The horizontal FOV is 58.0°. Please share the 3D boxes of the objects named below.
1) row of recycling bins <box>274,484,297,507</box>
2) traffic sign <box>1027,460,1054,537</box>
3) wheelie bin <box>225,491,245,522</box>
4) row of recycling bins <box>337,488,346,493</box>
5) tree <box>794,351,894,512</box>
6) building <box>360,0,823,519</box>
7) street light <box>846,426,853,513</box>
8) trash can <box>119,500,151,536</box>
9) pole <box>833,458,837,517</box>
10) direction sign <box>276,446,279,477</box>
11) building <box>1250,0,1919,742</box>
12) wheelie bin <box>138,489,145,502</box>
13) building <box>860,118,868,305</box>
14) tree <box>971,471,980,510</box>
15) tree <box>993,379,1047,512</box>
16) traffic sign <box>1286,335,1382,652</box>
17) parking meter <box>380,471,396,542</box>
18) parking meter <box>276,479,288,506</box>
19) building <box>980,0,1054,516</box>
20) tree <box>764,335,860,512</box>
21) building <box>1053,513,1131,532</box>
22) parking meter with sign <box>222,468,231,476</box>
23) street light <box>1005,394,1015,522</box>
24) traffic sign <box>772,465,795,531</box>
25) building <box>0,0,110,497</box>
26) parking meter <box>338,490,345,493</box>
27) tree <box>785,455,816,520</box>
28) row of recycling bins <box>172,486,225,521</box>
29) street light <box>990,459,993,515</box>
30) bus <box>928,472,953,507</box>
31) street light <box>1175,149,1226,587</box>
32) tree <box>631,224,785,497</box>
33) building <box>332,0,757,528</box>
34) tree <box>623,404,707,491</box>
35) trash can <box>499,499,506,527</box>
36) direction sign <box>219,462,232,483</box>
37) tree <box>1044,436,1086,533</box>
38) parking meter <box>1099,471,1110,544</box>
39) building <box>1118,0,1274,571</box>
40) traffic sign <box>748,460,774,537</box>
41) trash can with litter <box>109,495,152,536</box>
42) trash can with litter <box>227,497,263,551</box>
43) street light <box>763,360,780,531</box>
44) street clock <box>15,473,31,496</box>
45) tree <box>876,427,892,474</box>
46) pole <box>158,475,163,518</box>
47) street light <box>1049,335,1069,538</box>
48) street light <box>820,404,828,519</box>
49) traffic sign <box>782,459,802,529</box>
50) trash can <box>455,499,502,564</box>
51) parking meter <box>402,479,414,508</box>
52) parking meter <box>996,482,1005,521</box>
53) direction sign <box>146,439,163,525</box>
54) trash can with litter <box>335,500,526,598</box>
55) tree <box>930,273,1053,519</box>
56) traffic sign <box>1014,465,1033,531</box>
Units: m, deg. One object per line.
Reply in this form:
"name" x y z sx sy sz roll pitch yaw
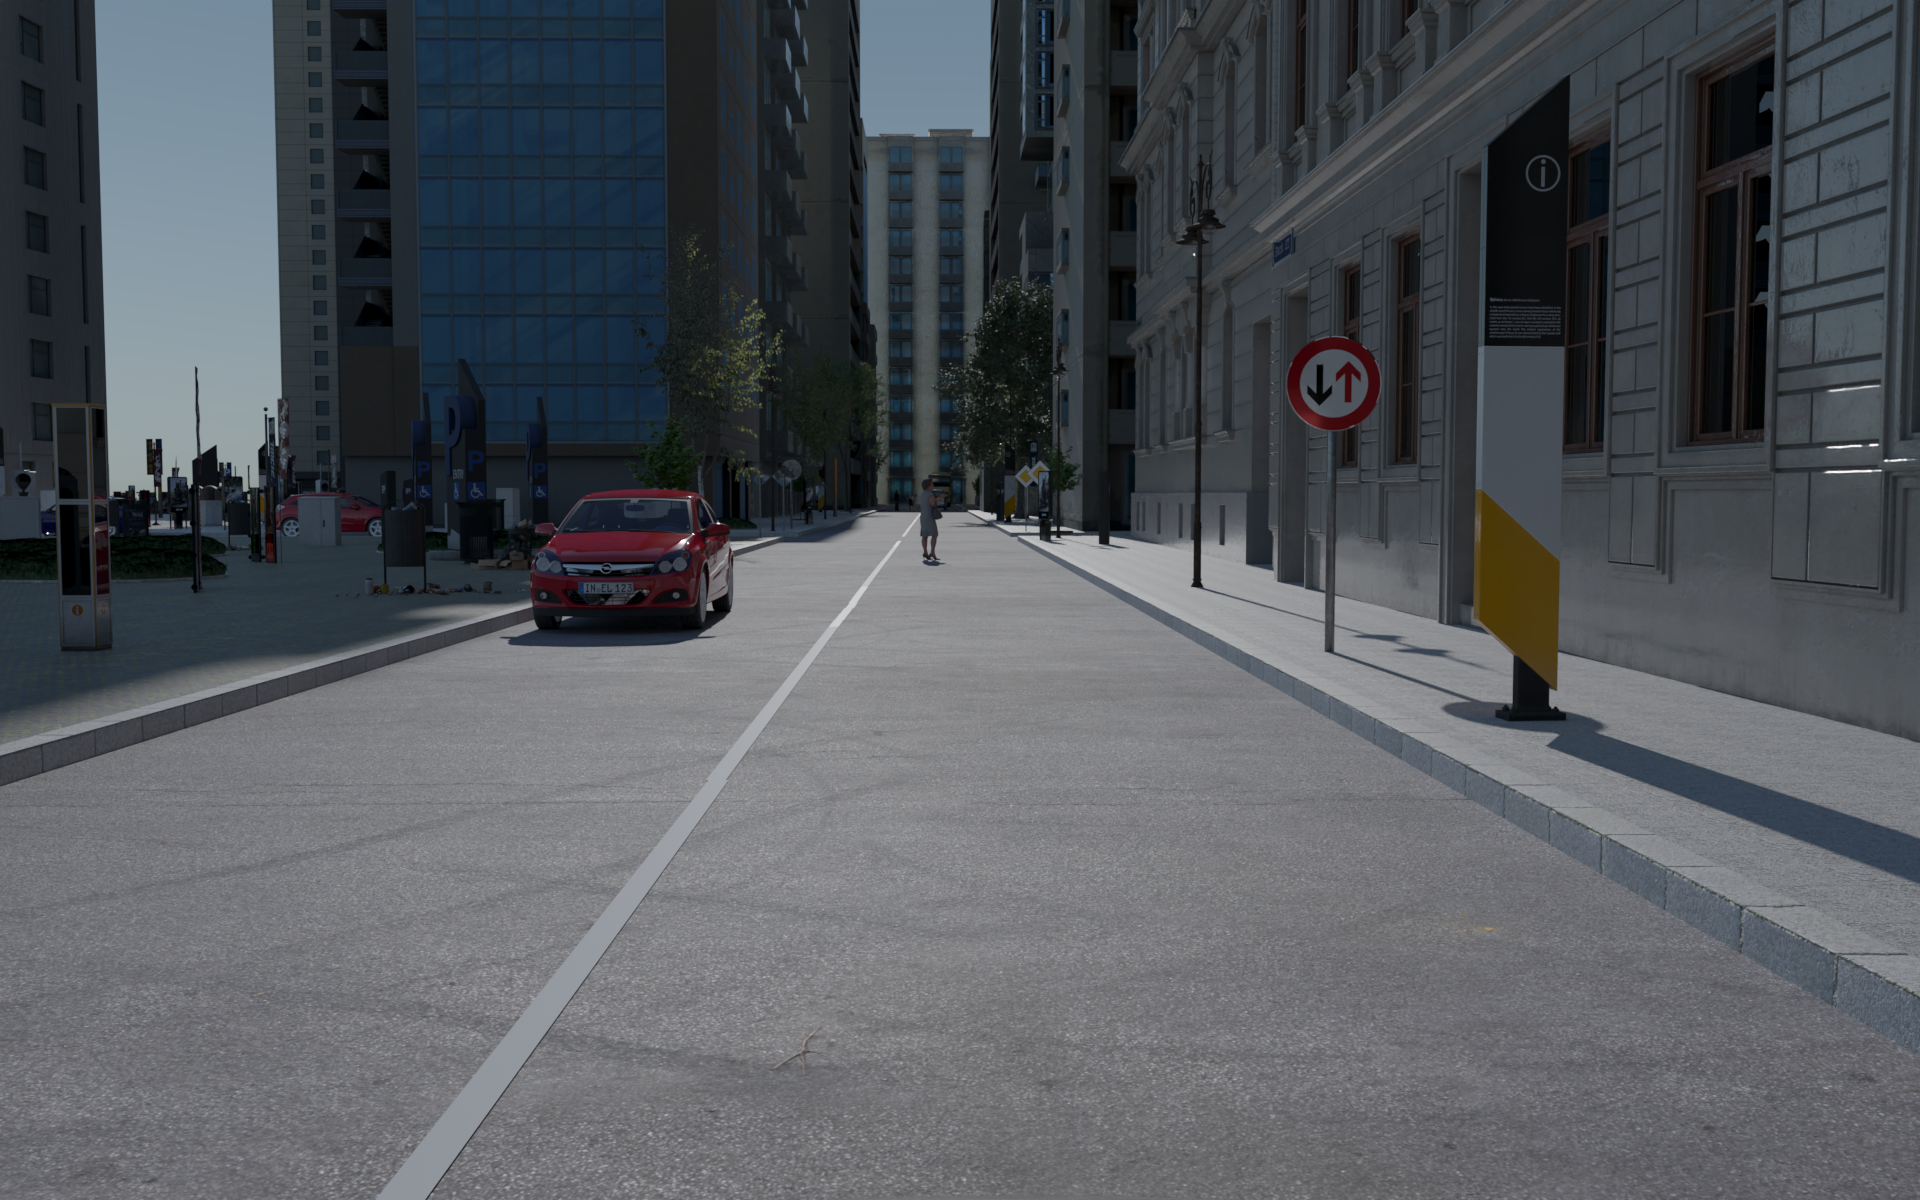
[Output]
"row of recycling bins" -28.038 -3.957 71.815 1.069 1.692 3.534 -1 4 -17
"traffic sign" 2.376 -2.922 51.425 0.795 2.450 0.064 0 4 -1
"wheelie bin" -33.784 -4.431 80.350 0.693 1.594 0.980 0 4 -2
"row of recycling bins" -39.374 -6.361 111.122 1.069 1.692 3.534 -1 4 -11
"tree" -8.361 -12.260 126.200 9.928 11.665 9.643 0 3 0
"building" -20.489 -29.390 100.136 23.786 49.044 30.456 0 4 -1
"street light" -7.302 -8.725 115.446 0.468 5.910 1.993 0 4 -1
"trash can" -20.935 -1.978 43.988 0.748 1.137 0.748 0 3 0
"pole" -7.046 -6.348 97.640 0.158 3.312 0.155 0 3 0
"direction sign" -31.978 -5.475 81.509 0.379 3.537 0.876 0 4 7
"building" 9.806 -10.980 15.682 11.583 22.565 21.152 0 4 -1
"wheelie bin" -49.781 -5.980 105.679 0.693 1.594 0.980 -2 4 -26
"building" -18.119 -33.765 202.160 14.200 45.320 14.600 0 4 -1
"tree" 1.605 -9.073 142.936 1.663 3.219 1.824 0 3 0
"tree" 3.010 -9.087 98.929 4.360 8.622 3.978 0 3 0
"traffic sign" 3.007 -0.851 14.022 0.768 2.556 0.104 0 4 2
"parking meter" -14.341 -2.309 43.459 0.255 1.863 0.399 -3 5 -44
"parking meter" -26.244 -3.753 67.071 0.399 1.863 0.255 0 4 1
"building" 12.898 -49.038 114.443 22.319 86.520 31.000 0 4 -1
"tree" -6.944 -7.981 80.846 4.737 8.622 4.395 0 3 0
"building" 14.518 -27.200 68.424 21.600 48.544 21.300 0 4 -1
"parking meter with sign" -49.161 -7.350 116.434 0.543 3.016 1.738 -2 4 -29
"street light" 2.337 -6.575 80.291 0.468 5.910 1.993 0 4 -1
"traffic sign" -6.031 -3.405 59.312 0.795 2.450 0.064 0 4 -1
"building" -43.721 -18.093 67.527 14.107 30.474 14.160 0 4 -1
"parking meter" -35.299 -5.535 98.905 0.372 1.533 0.369 0 3 0
"tree" -7.840 -5.537 85.135 1.663 3.219 1.824 0 3 0
"row of recycling bins" -36.928 -4.728 84.420 3.534 1.692 1.069 1 4 20
"street light" 1.975 -8.211 107.031 0.468 5.910 1.993 0 4 -1
"bus" -2.216 -12.208 191.143 2.896 3.916 12.252 0 4 0
"street light" 3.271 -3.115 23.718 0.468 5.910 1.993 0 4 -1
"tree" -6.987 -5.914 47.062 4.360 8.622 3.978 0 3 0
"building" -15.891 -25.684 70.040 14.600 45.320 14.200 0 4 -1
"tree" -6.237 -2.618 37.402 1.663 3.219 1.824 0 3 0
"trash can" -13.864 -2.438 51.518 0.748 1.137 0.748 0 3 0
"direction sign" -52.083 -8.004 122.855 0.876 3.537 0.379 0 4 -4
"tree" 3.307 -3.877 57.985 1.663 3.219 1.824 0 3 0
"parking meter" 3.696 -2.362 44.336 0.255 1.863 0.399 1 4 11
"building" 11.323 -15.346 38.301 14.401 28.519 23.554 0 4 -1
"traffic sign" -5.917 -2.917 51.328 0.795 2.450 0.064 0 4 -1
"trash can with litter" -24.198 -2.390 50.126 2.233 1.210 1.678 -1 4 -21
"trash can with litter" -16.881 -1.743 39.557 2.233 1.210 1.678 -3 5 -41
"street light" -6.481 -5.324 59.842 0.468 5.910 1.993 0 4 -1
"street clock" -32.470 -3.395 60.075 0.471 2.002 0.358 -2 4 -34
"tree" -9.396 -14.582 188.781 4.360 8.622 3.978 0 3 0
"pole" -42.988 -6.068 93.047 0.158 3.312 0.155 0 3 0
"street light" 2.874 -4.750 50.458 0.468 5.910 1.993 0 4 -1
"street light" -6.863 -7.047 88.004 0.468 5.910 1.993 0 4 -1
"traffic sign" -6.194 -3.885 63.621 0.768 2.556 0.104 0 4 3
"trash can" -8.879 -1.233 31.806 0.748 1.137 0.748 0 3 0
"parking meter" -20.286 -3.547 63.708 0.399 1.863 0.255 -1 4 -10
"parking meter" 1.921 -4.699 82.540 0.255 1.863 0.399 3 5 41
"direction sign" -32.936 -4.824 70.872 0.876 3.537 0.379 2 4 24
"trash can with litter" -6.781 -0.690 22.337 2.233 1.210 1.678 0 4 -7
"tree" 3.249 -10.575 89.912 9.611 12.733 9.660 0 3 0
"traffic sign" 2.263 -3.411 59.409 0.795 2.450 0.064 0 4 -1
